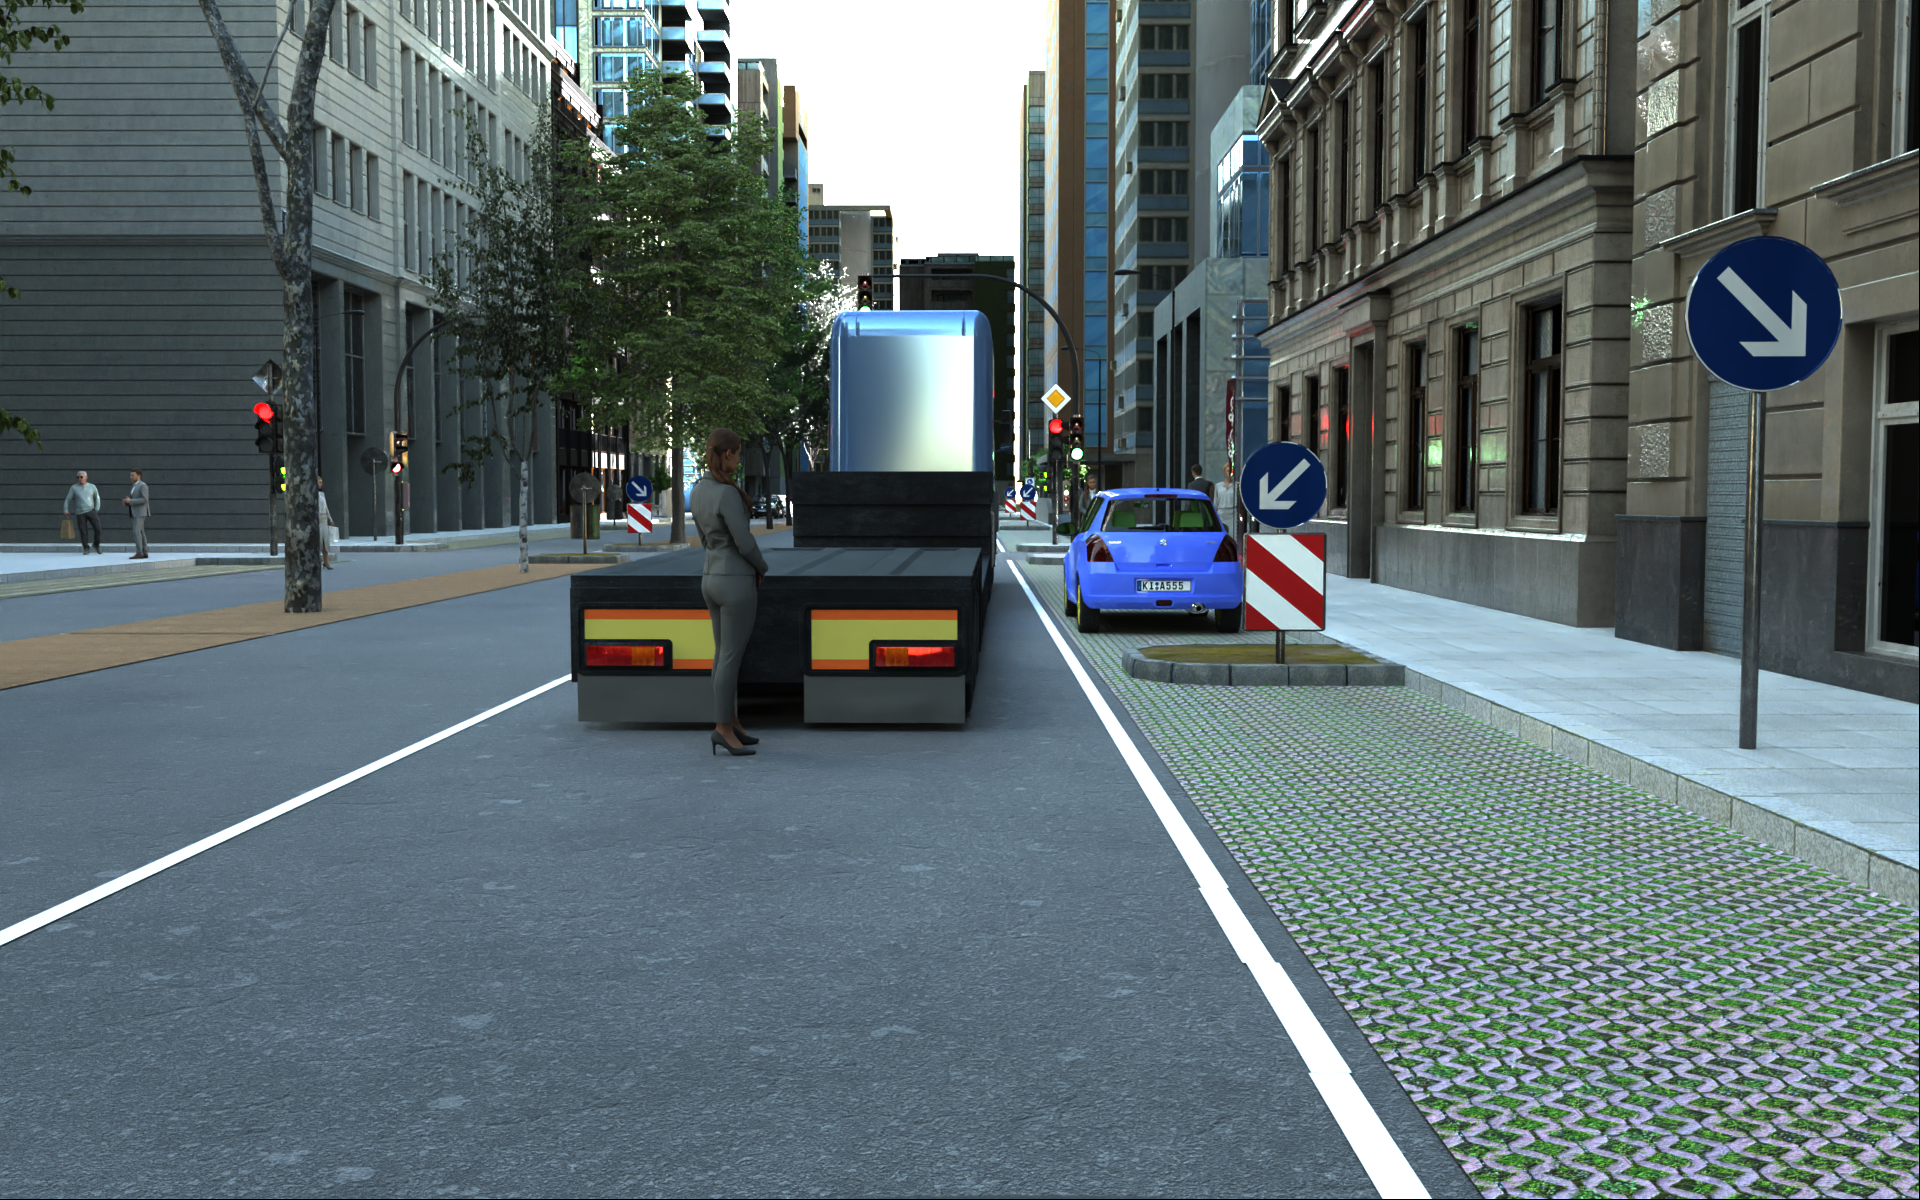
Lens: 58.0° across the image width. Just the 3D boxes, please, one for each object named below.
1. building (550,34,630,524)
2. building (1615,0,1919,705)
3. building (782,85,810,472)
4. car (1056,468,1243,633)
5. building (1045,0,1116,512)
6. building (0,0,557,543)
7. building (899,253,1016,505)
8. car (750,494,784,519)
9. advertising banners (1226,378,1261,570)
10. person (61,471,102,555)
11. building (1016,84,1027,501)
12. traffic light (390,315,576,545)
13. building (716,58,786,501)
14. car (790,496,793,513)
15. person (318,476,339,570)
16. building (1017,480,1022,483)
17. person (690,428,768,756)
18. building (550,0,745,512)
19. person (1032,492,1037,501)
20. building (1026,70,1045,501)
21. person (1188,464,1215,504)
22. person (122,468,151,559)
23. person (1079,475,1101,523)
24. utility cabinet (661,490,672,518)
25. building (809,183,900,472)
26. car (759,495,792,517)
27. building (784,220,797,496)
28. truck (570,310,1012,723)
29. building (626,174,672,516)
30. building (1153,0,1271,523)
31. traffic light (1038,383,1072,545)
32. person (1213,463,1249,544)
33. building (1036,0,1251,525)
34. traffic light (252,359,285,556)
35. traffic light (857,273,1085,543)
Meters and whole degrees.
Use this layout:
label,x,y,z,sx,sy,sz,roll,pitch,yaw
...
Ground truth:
label,x,y,z,sx,sy,sz,roll,pitch,yaw
building,-23.423,-15.426,81.900,12.332,23.373,15.834,0,4,0
building,11.452,-12.556,2.560,12.463,27.353,25.104,0,4,0
building,-23.989,-32.824,186.779,14.200,45.320,14.600,0,4,0
car,2.050,-0.582,19.103,1.945,1.707,3.694,0,4,0
building,13.657,-29.462,131.808,14.600,45.320,14.200,0,4,0
building,-22.748,-17.206,58.810,11.434,29.767,29.804,0,4,0
building,-0.365,-26.829,210.350,14.107,30.474,14.160,0,4,0
car,-11.327,-5.593,101.236,2.009,1.686,4.222,0,4,0
advertising banners,4.175,-1.798,25.579,0.090,3.025,2.074,0,4,-4
person,-18.579,-1.839,36.595,0.782,1.767,0.515,-2,4,-29
building,13.479,-32.791,186.250,14.600,45.320,14.200,0,4,0
traffic light,-12.162,-4.241,44.009,4.771,5.953,1.251,0,4,0
building,-23.705,-29.000,157.746,14.154,41.232,14.086,0,4,0
car,-11.105,-6.402,117.246,1.945,1.354,3.894,0,4,-1
person,-12.208,-1.471,32.906,0.694,1.780,0.624,-3,5,-45
building,21.542,-34.159,213.118,28.867,44.769,22.147,0,4,0
person,-1.213,-0.049,9.580,0.520,1.790,0.573,3,5,40
building,-28.053,-50.206,133.546,22.319,86.520,31.000,0,4,0
person,4.987,-6.666,115.369,0.444,1.785,0.601,2,4,29
building,13.504,-29.801,170.833,14.154,41.232,14.086,0,4,0
person,4.450,-1.587,31.961,0.622,1.834,0.822,-2,4,-33
person,-16.400,-1.721,34.383,0.606,1.804,0.583,3,4,38
person,2.523,-1.451,32.504,0.520,1.790,0.573,-1,4,-12
utility cabinet,-15.621,-5.115,92.316,0.318,1.500,1.173,0,4,6
building,-19.801,-32.259,219.309,23.993,40.220,32.217,0,4,0
car,-11.572,-5.895,108.748,2.083,1.381,4.827,0,4,-1
building,-23.958,-24.492,172.145,14.160,30.474,14.107,0,4,0
truck,-0.881,-1.829,19.656,2.967,4.110,18.799,0,4,2
building,-22.717,-15.314,99.539,9.793,20.994,18.267,0,4,0
building,22.237,-45.470,56.101,31.000,86.520,22.319,0,4,0
traffic light,2.407,-3.365,43.930,0.839,4.253,0.868,0,4,0
person,4.342,-1.307,27.764,0.694,1.780,0.624,2,4,35
building,19.852,-23.637,78.348,32.217,40.220,23.993,0,4,0
traffic light,-14.287,-2.879,35.997,0.839,4.253,0.868,0,4,0
traffic light,0.282,-3.740,35.813,4.771,5.953,1.251,0,4,0
